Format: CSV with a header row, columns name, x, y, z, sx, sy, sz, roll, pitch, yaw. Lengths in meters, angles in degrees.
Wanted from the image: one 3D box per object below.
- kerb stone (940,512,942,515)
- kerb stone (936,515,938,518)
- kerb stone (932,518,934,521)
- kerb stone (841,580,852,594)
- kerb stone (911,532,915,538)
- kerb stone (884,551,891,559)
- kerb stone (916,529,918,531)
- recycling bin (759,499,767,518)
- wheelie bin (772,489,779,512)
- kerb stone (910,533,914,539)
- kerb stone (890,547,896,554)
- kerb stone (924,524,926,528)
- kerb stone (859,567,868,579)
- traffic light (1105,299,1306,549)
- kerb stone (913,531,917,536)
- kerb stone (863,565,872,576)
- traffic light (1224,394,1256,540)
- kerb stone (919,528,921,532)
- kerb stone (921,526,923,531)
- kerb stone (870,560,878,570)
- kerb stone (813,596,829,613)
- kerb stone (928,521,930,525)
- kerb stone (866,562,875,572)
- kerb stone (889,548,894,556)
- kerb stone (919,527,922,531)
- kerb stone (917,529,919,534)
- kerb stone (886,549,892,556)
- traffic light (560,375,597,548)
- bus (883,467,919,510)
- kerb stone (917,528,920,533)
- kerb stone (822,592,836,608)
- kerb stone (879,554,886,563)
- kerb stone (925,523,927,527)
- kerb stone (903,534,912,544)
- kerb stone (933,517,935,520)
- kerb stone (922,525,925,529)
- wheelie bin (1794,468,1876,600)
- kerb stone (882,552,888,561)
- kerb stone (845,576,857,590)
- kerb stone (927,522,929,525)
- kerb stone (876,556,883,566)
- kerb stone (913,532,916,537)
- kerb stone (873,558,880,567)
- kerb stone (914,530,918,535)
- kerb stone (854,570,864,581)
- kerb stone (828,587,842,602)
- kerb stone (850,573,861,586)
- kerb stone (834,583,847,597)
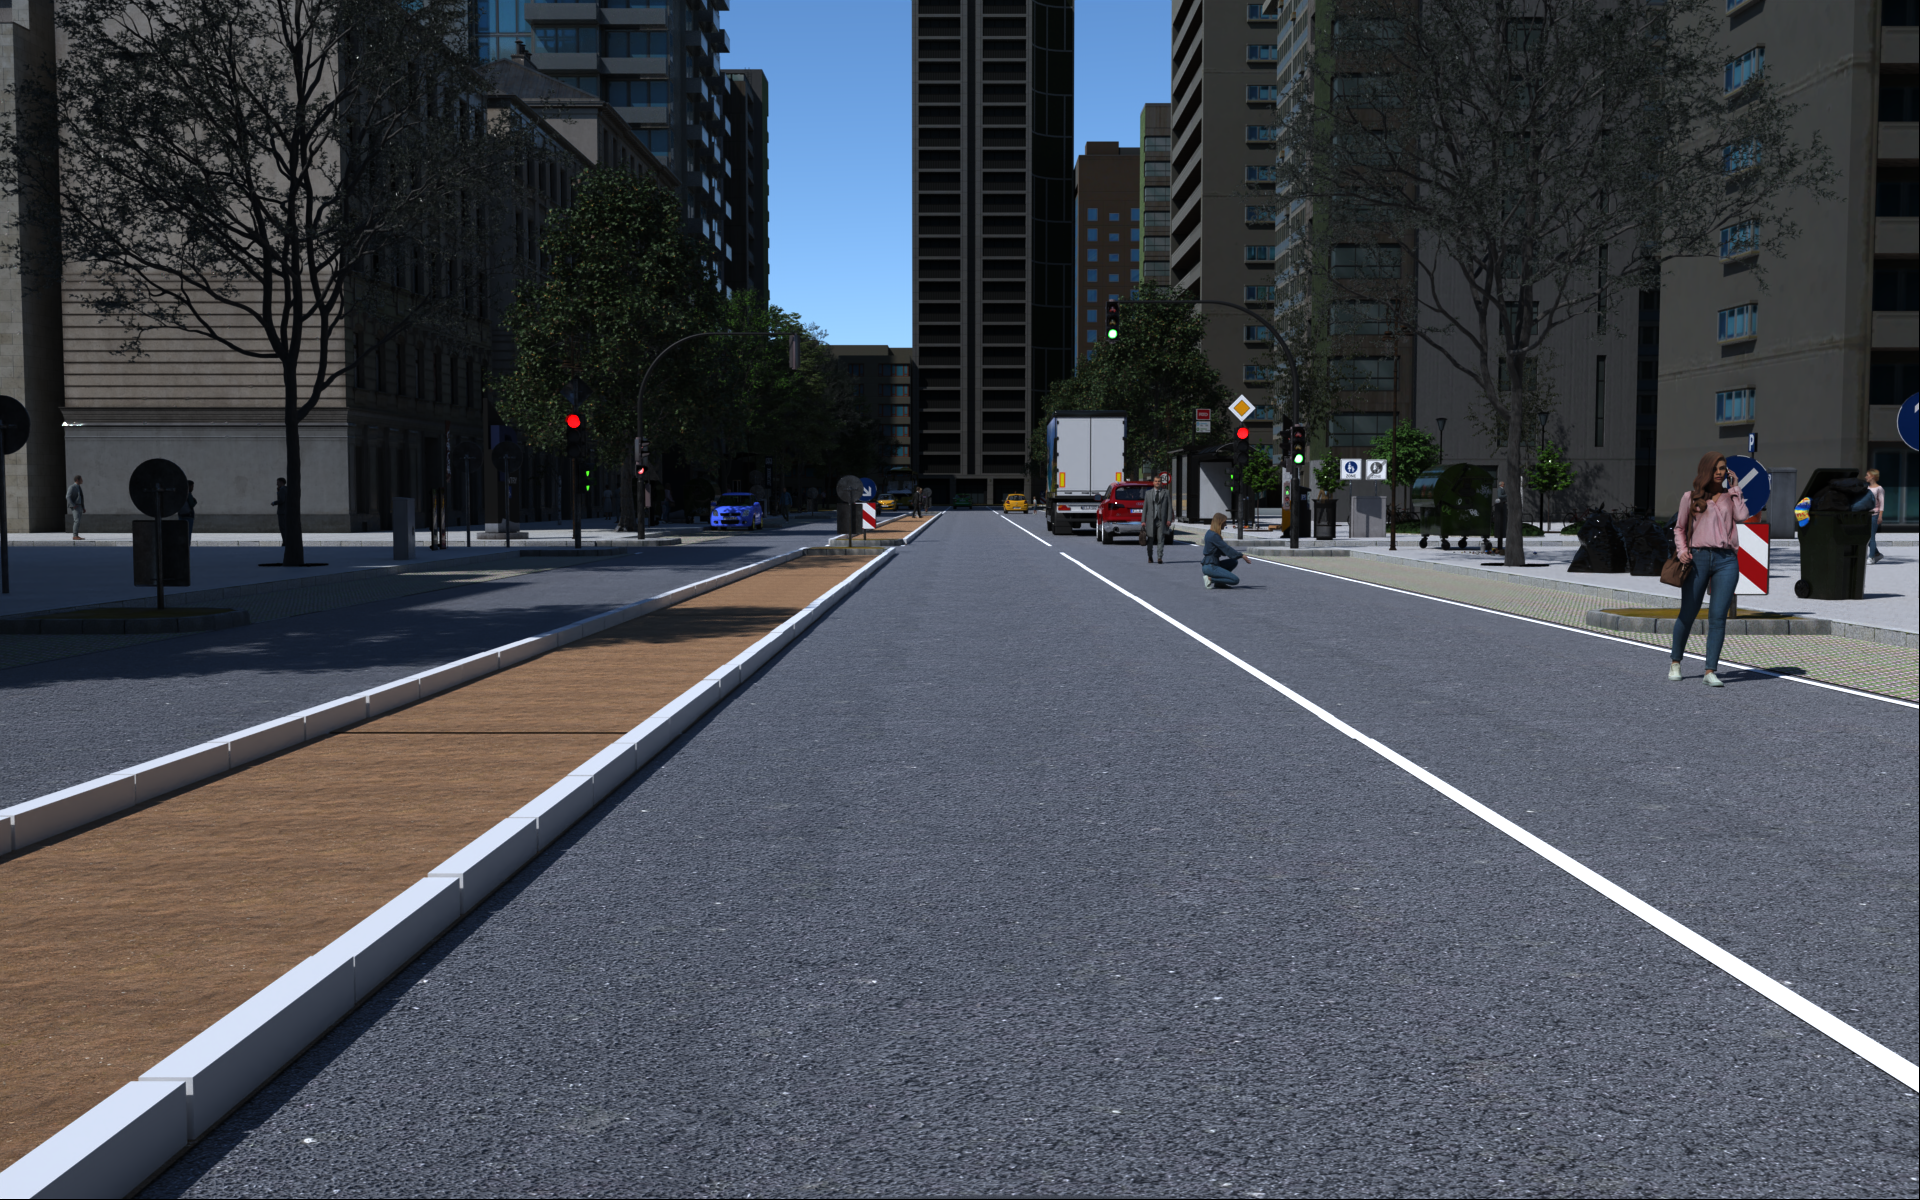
name,x,y,z,sx,sy,sz,roll,pitch,yaw
kerb stone,-1.372,-5.272,108.400,0.120,0.150,1.000,0,4,0
kerb stone,-1.431,-4.456,95.085,0.120,0.150,1.000,0,4,0
kerb stone,-1.472,-3.768,83.800,0.120,0.150,1.000,0,4,0
kerb stone,-1.676,-0.157,24.809,0.120,0.150,1.000,0,4,0
kerb stone,-1.570,-1.948,54.044,0.120,0.150,1.000,0,4,0
kerb stone,-1.625,-0.906,37.109,0.120,0.150,1.000,0,4,0
kerb stone,-1.563,-2.198,58.161,0.120,0.150,1.000,0,4,0
recycling bin,-10.942,-5.005,94.391,0.722,1.027,0.722,-1,4,-16
wheelie bin,-12.411,-6.734,118.004,0.980,1.594,0.693,0,4,8
kerb stone,-1.571,-1.883,53.005,0.120,0.150,1.000,0,4,0
kerb stone,-1.619,-1.100,40.183,0.120,0.150,1.000,0,4,0
kerb stone,-1.518,-2.826,68.406,0.120,0.150,1.000,0,4,0
kerb stone,-1.665,-0.411,28.908,0.120,0.150,1.000,0,4,0
traffic light,5.765,-4.033,40.612,4.771,5.953,1.251,0,4,0
kerb stone,-1.560,-2.074,56.101,0.120,0.150,1.000,0,4,0
kerb stone,-1.653,-0.473,29.930,0.120,0.150,1.000,0,4,0
traffic light,7.886,-3.658,48.731,0.839,4.253,0.868,0,4,0
kerb stone,-1.545,-2.388,61.232,0.120,0.150,1.000,0,4,0
kerb stone,-1.541,-2.571,64.302,0.120,0.150,1.000,0,4,0
kerb stone,-1.651,-0.598,31.982,0.120,0.150,1.000,0,4,0
kerb stone,-1.694,0.091,20.707,0.120,0.150,1.000,0,4,0
kerb stone,-1.491,-3.266,75.589,0.120,0.150,1.000,0,4,0
kerb stone,-1.653,-0.534,30.952,0.120,0.150,1.000,0,4,0
kerb stone,-1.624,-1.038,39.161,0.120,0.150,1.000,0,4,0
kerb stone,-1.542,-2.450,62.254,0.120,0.150,1.000,0,4,0
kerb stone,-1.550,-2.262,59.183,0.120,0.150,1.000,0,4,0
kerb stone,-1.633,-0.970,38.131,0.120,0.150,1.000,0,4,0
traffic light,-9.004,-3.172,40.789,0.839,4.253,0.868,0,4,0
bus,-5.384,-10.435,162.160,2.896,3.916,12.252,0,4,1
kerb stone,-1.549,-2.320,60.210,0.120,0.150,1.000,0,4,0
kerb stone,-1.691,0.030,21.737,0.120,0.150,1.000,0,4,0
kerb stone,-1.635,-0.787,35.063,0.120,0.150,1.000,0,4,0
kerb stone,-1.510,-2.952,70.454,0.120,0.150,1.000,0,4,0
kerb stone,-1.583,-1.822,51.978,0.120,0.150,1.000,0,4,0
kerb stone,-1.449,-3.956,86.870,0.120,0.150,1.000,0,4,0
kerb stone,-1.528,-2.698,66.357,0.120,0.150,1.000,0,4,0
wheelie bin,10.713,-0.810,21.155,0.980,1.594,0.693,-1,4,-16
kerb stone,-1.628,-0.850,36.086,0.120,0.150,1.000,0,4,0
kerb stone,-1.662,-0.222,25.831,0.120,0.150,1.000,0,4,0
kerb stone,-1.499,-3.139,73.521,0.120,0.150,1.000,0,4,0
kerb stone,-1.638,-0.724,34.035,0.120,0.150,1.000,0,4,0
kerb stone,-1.567,-2.011,55.078,0.120,0.150,1.000,0,4,0
kerb stone,-1.651,-0.662,33.013,0.120,0.150,1.000,0,4,0
kerb stone,-1.557,-2.137,57.133,0.120,0.150,1.000,0,4,0
kerb stone,-1.670,-0.348,27.881,0.120,0.150,1.000,0,4,0
kerb stone,-1.684,-0.034,22.759,0.120,0.150,1.000,0,4,0
kerb stone,-1.664,-0.285,26.856,0.120,0.150,1.000,0,4,0
kerb stone,-1.683,-0.097,23.781,0.120,0.150,1.000,0,4,0
